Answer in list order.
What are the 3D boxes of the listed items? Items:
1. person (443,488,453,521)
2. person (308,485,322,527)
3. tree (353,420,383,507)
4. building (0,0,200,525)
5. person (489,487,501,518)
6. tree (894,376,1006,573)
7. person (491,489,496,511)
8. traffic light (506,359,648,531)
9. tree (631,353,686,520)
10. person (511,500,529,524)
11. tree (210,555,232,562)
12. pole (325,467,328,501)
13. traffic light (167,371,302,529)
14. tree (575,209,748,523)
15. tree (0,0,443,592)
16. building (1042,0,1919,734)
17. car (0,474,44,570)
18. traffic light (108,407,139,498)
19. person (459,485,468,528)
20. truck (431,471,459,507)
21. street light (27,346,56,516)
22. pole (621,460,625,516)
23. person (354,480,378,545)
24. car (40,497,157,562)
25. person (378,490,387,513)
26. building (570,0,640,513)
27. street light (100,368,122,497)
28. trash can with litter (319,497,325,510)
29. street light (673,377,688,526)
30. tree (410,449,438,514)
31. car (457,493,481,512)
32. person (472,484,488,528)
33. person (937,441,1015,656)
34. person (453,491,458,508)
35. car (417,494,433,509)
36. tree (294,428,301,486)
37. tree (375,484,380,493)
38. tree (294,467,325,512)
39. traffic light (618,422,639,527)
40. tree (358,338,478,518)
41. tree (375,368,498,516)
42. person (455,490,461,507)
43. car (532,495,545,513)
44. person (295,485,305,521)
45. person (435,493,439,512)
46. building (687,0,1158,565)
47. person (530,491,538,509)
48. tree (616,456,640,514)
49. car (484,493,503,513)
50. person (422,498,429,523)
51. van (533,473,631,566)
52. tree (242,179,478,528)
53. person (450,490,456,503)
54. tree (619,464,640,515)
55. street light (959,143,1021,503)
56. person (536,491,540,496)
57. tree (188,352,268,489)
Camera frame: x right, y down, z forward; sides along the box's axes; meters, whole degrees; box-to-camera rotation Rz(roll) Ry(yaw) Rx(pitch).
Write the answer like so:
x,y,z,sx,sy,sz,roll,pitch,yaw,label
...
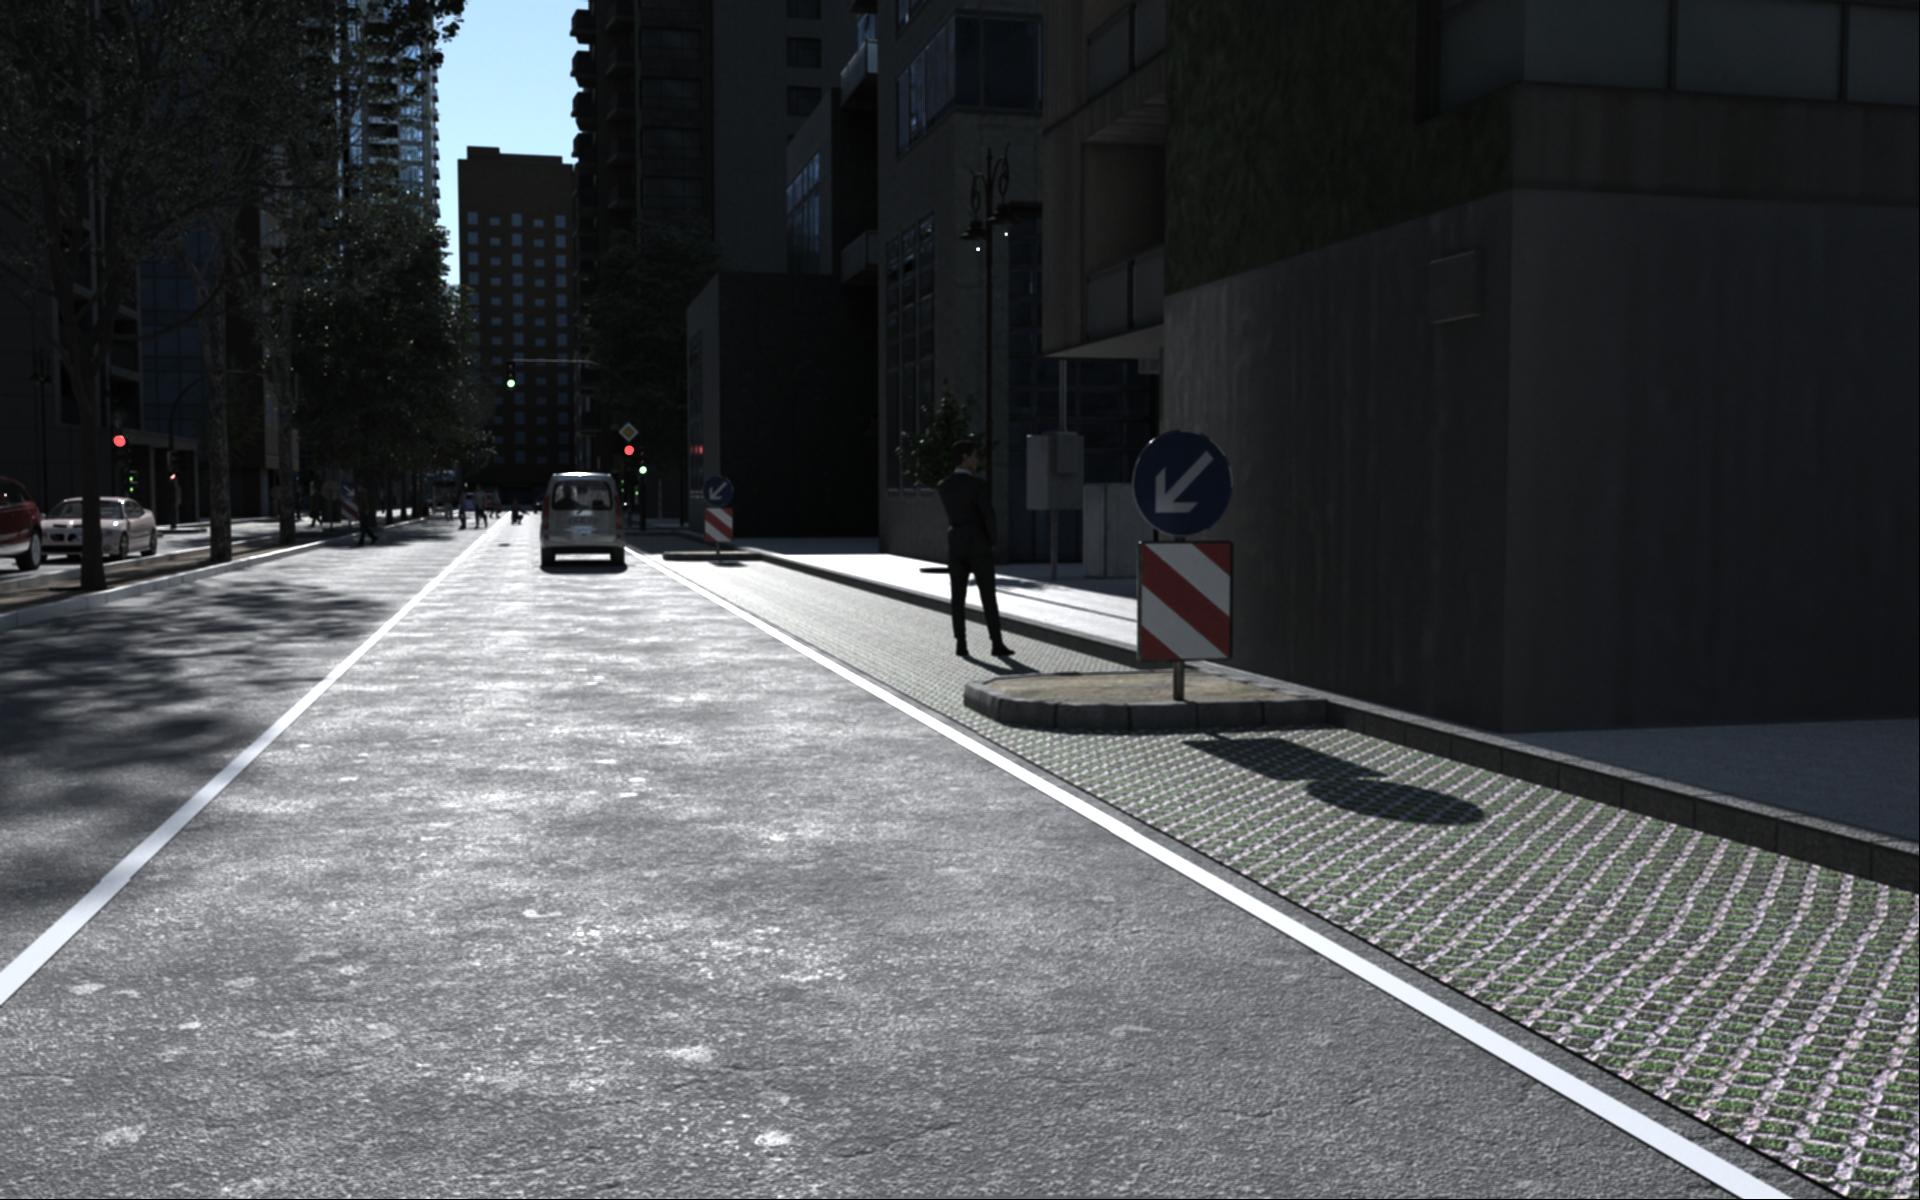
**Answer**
x,y,z,sx,sy,sz,roll,pitch,yaw,label
-27.198,-5.078,92.069,0.519,1.759,0.362,-3,4,-36,person
-28.225,-4.125,75.910,0.622,1.834,0.822,3,5,40,person
-58.543,-15.546,172.297,7.486,12.596,7.792,0,3,0,tree
-43.113,-38.584,69.109,20.563,71.187,20.611,-1,4,-14,building
-27.725,-5.800,103.195,0.748,1.841,0.638,-2,4,-25,person
-0.215,-2.077,28.567,1.663,3.219,1.824,0,3,0,tree
-38.465,-8.212,142.852,1.350,1.814,0.705,2,4,35,person
-13.006,-5.167,59.149,4.771,5.953,1.251,-1,4,-14,traffic light
-14.786,-8.323,86.447,4.737,8.622,4.395,0,3,0,tree
-20.993,-4.185,82.424,1.012,1.151,0.738,-3,5,-39,person
-17.049,-10.905,36.646,12.611,20.169,13.585,0,3,0,tree
-45.938,-8.058,125.598,0.158,3.312,0.155,0,3,0,pole
-26.886,-5.470,64.105,4.771,5.953,1.251,-1,4,-14,traffic light
-12.204,-10.453,77.566,9.857,13.997,8.962,0,3,0,tree
-12.785,-6.869,25.142,12.009,13.543,11.850,0,3,0,tree
8.062,-20.350,16.321,14.154,41.232,14.086,-1,4,-14,building
-18.055,-1.364,30.974,2.281,1.827,5.304,-1,4,-13,car
-26.970,-4.092,55.820,0.839,4.253,0.868,-1,4,-14,traffic light
-20.754,-3.902,72.315,0.388,1.821,0.555,-1,4,-21,person
-60.153,-13.028,202.761,2.967,4.110,18.799,-1,4,-16,truck
-28.741,-4.989,54.355,0.468,5.910,1.993,-1,4,-14,street light
-19.926,-6.632,102.281,0.158,3.312,0.155,0,3,0,pole
-16.743,-2.463,48.673,0.656,1.842,0.836,2,4,33,person
-19.091,-1.583,38.240,2.083,1.381,4.827,-1,4,-13,car
-43.249,-7.385,129.637,0.661,1.777,0.834,0,4,4,person
-17.304,-28.984,128.514,22.147,44.769,28.867,-1,4,-14,building
-30.982,-5.536,63.306,0.468,5.910,1.993,-1,4,-14,street light
-49.673,-7.529,134.490,1.055,1.170,0.624,-2,4,-26,trash can with litter
-11.032,-5.857,68.549,0.468,5.910,1.993,-1,4,-14,street light
-36.918,-10.305,121.311,4.360,8.622,3.978,0,3,0,tree
-34.628,-6.920,122.728,1.945,1.707,3.694,-1,4,-15,car
-20.510,-4.015,73.995,0.661,1.843,0.795,0,4,7,person
0.121,-0.460,15.381,0.648,1.900,0.474,2,4,30,person
-53.708,-10.720,184.478,1.217,1.736,0.721,1,4,17,person
-50.048,-9.313,162.059,2.009,1.686,4.222,-1,4,-14,car
-44.233,-9.864,111.634,4.737,8.622,4.395,0,3,0,tree
-60.746,-11.266,178.805,1.663,3.219,1.824,0,3,0,tree
-46.218,-7.855,123.031,1.663,3.219,1.824,0,3,0,tree
-12.922,-4.809,67.540,0.839,4.253,0.868,-1,4,-14,traffic light
-32.500,-10.705,103.232,9.928,11.665,9.643,0,3,0,tree
-35.089,-11.819,112.708,9.611,12.733,9.660,0,3,0,tree
-42.496,-8.410,146.682,0.721,1.739,1.217,-2,4,-35,person
-31.053,-7.164,129.714,1.945,1.354,3.894,-1,4,-14,car
-35.224,-5.175,92.472,0.474,1.900,0.648,-1,4,-9,person
-40.553,-7.517,133.991,0.523,1.515,0.503,-1,4,-13,person
5.074,-44.828,45.608,22.319,86.520,31.000,-1,4,-14,building
-40.050,-9.434,163.306,0.990,1.755,0.434,-1,4,-16,person
-20.501,-7.813,111.449,4.285,4.588,4.351,0,3,0,tree
-36.105,-7.566,132.745,2.155,1.783,4.494,-1,4,-15,car
-26.207,-4.387,84.901,0.362,1.253,0.373,0,4,4,person
-7.846,-1.772,35.989,2.013,2.044,4.112,-1,4,-12,van
-23.984,-9.831,69.850,9.857,13.997,8.962,0,3,0,tree
-50.154,-9.908,170.505,1.348,1.823,0.705,2,4,33,person
-20.157,-6.921,107.753,1.663,3.219,1.824,0,3,0,tree
0.390,-3.088,23.271,0.468,5.910,1.993,-1,4,-14,street light
-51.979,-12.486,212.660,1.348,1.822,0.705,-2,4,-24,person
-38.383,-8.570,90.486,4.737,8.622,4.395,0,3,0,tree
